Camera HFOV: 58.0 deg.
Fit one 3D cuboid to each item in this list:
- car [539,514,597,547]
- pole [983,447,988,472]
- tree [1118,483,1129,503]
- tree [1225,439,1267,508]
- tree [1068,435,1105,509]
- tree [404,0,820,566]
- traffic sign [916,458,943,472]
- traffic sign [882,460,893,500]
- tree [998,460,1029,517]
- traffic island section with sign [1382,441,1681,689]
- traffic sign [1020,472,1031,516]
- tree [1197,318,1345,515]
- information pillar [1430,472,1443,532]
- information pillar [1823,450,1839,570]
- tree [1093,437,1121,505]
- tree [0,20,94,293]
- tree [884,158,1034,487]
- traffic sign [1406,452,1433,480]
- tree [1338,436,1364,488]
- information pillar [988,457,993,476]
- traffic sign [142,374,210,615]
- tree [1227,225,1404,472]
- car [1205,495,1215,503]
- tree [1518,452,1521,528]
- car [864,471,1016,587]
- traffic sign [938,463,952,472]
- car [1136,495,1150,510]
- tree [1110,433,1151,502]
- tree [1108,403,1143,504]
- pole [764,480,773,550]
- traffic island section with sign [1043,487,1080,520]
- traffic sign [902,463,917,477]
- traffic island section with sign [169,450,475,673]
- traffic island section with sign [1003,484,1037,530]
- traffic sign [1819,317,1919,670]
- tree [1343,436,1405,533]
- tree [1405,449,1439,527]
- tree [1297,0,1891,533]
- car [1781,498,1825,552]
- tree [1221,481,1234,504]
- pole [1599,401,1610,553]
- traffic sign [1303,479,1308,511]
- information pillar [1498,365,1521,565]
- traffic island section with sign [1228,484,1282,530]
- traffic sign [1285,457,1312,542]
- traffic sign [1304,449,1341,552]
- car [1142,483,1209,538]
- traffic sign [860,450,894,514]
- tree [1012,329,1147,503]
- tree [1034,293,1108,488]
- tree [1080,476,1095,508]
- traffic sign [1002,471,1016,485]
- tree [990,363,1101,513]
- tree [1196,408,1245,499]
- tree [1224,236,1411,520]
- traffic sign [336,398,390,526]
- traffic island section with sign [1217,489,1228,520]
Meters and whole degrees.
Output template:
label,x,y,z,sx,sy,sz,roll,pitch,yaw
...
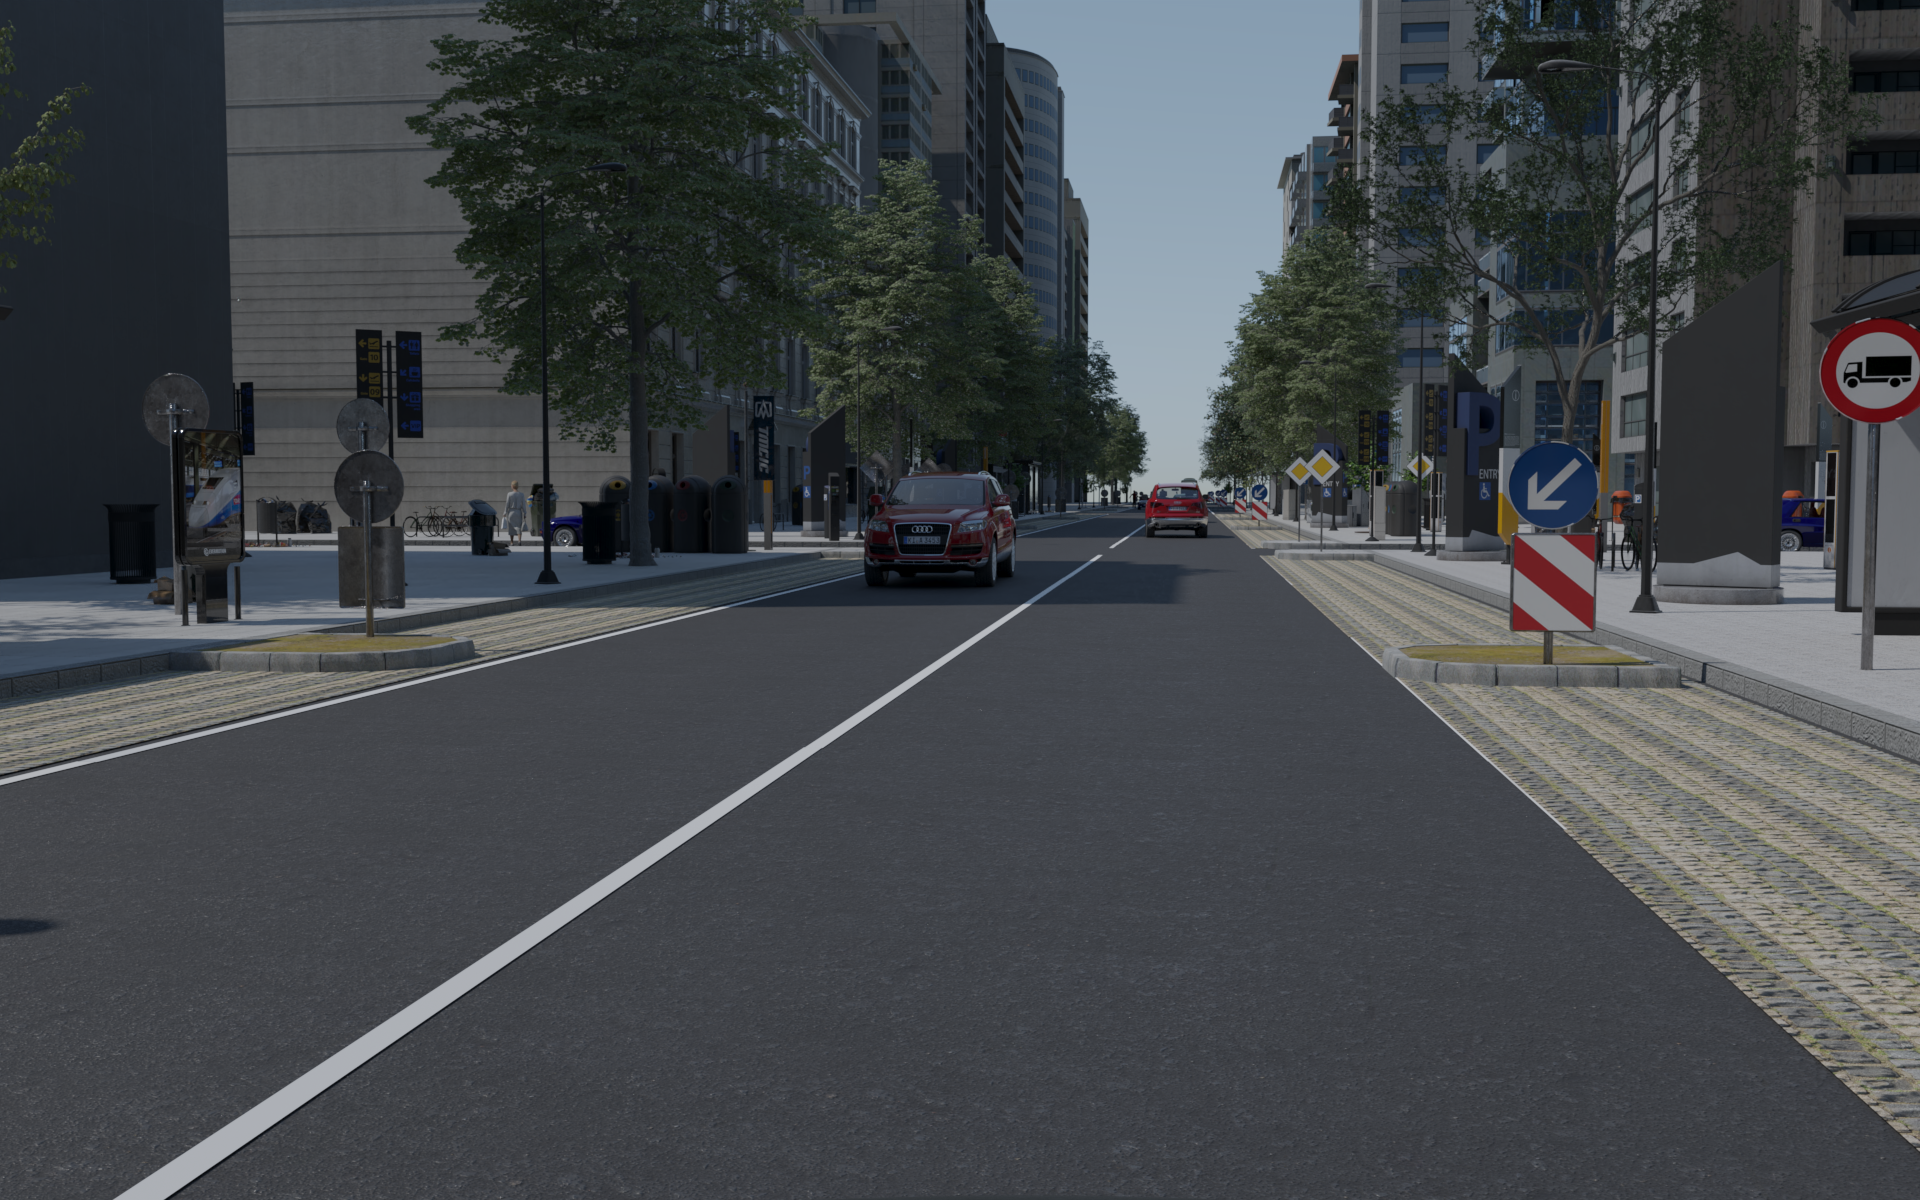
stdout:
label,x,y,z,sx,sy,sz,roll,pitch,yaw
car,-8.893,-1.996,45.212,3.894,1.354,1.945,0,4,7
pole,1.101,-4.945,74.687,0.158,3.312,0.155,0,3,0
tree,24.560,-16.090,257.675,1.663,3.219,1.824,0,3,0
tree,26.879,-12.931,161.777,4.737,8.622,4.395,0,3,0
tree,10.870,-12.406,153.194,4.360,8.622,3.978,0,3,0
tree,-5.620,-6.853,30.167,7.486,12.596,7.792,0,3,0
traffic sign,-0.861,-2.697,47.736,0.795,2.450,0.064,0,4,8
traffic sign,-2.722,-3.885,63.633,0.768,2.556,0.104,1,4,10
tree,3.029,-6.293,97.488,1.663,3.219,1.824,0,3,0
traffic island section with sign,4.426,-0.312,13.733,1.989,1.847,2.006,0,4,8
traffic sign,3.713,-6.078,99.483,0.768,2.556,0.104,1,4,12
tree,19.821,-11.663,107.693,9.611,12.733,9.660,0,3,0
information pillar,16.089,-3.303,58.495,0.304,2.012,0.304,3,4,37
information pillar,14.873,-1.519,29.330,0.304,2.012,0.304,-1,4,-9
tree,16.111,-15.097,197.193,4.737,8.622,4.395,0,3,0
tree,-12.470,-4.232,19.558,4.737,8.622,4.395,0,3,0
tree,-2.135,-8.591,58.586,7.486,12.596,7.792,0,3,0
traffic sign,12.561,-2.815,47.216,0.795,2.450,0.064,1,4,12
tree,20.803,-6.820,95.217,4.285,4.588,4.351,0,3,0
information pillar,1.636,-6.439,96.632,0.504,3.616,0.183,0,4,6
traffic sign,-8.307,-1.115,18.338,0.768,2.556,0.104,0,4,8
tree,15.136,-9.533,73.985,7.486,12.596,7.792,0,3,0
car,38.875,-15.922,270.110,2.009,1.686,4.222,0,4,7
tree,20.948,-4.367,66.000,1.663,3.219,1.824,0,3,0
car,-0.249,-1.216,28.553,2.281,1.827,5.304,0,4,7
traffic sign,-0.711,-4.402,72.077,0.768,2.556,0.104,1,4,13
car,17.195,-8.957,159.025,1.945,1.354,3.894,0,4,7
tree,26.502,-21.354,274.899,9.928,11.665,9.643,0,3,0
tree,19.102,-18.024,212.823,7.486,12.596,7.792,0,3,0
pole,-4.384,-2.796,39.561,0.158,3.312,0.155,0,3,0
traffic island section with sign,5.697,-5.410,97.085,1.989,1.847,2.006,0,4,8
traffic sign,-2.107,-4.369,71.547,0.768,2.556,0.104,1,4,13
traffic island section with sign,-5.289,-0.377,14.786,1.989,1.847,2.006,0,4,8
traffic island section with sign,2.097,-3.763,70.148,1.989,1.847,2.006,0,4,8
traffic sign,6.617,-0.762,12.562,0.768,2.556,0.104,1,4,16
tree,13.353,-3.807,56.846,1.663,3.219,1.824,0,3,0
tree,17.836,-4.446,67.294,1.663,3.219,1.824,0,3,0
tree,9.442,-5.669,27.097,8.767,10.594,7.601,1,4,16
car,20.731,-1.738,41.003,3.894,1.354,1.945,1,4,8
tree,38.976,-15.801,252.942,1.663,3.219,1.824,0,3,0
pole,14.090,-2.693,37.877,0.158,3.312,0.155,0,3,0
traffic sign,18.432,-5.642,92.349,0.768,2.556,0.104,1,4,13
information pillar,9.979,-2.451,31.425,0.504,3.616,0.183,-2,4,-35
traffic island section with sign,11.827,-3.705,69.209,1.989,1.847,2.006,0,4,8
traffic sign,9.093,-2.615,46.392,0.795,2.450,0.064,0,4,8
traffic sign,8.036,-2.131,38.477,0.795,2.450,0.064,0,4,8
car,7.262,-3.038,58.339,2.281,1.827,5.304,0,4,6
traffic sign,-1.917,-2.213,39.821,0.795,2.450,0.064,0,4,8
tree,7.824,-13.955,134.813,9.857,13.997,8.962,0,3,0
tree,1.454,-10.017,81.912,7.486,12.596,7.792,0,3,0
tree,11.379,-9.971,157.627,1.663,3.219,1.824,0,3,0
traffic sign,2.651,-5.740,93.959,0.768,2.556,0.104,1,4,16
tree,5.552,-11.231,118.041,8.767,10.594,7.601,1,4,10
tree,30.393,-16.799,185.027,12.009,13.543,11.850,0,3,0
tree,17.537,-10.983,86.234,9.857,13.997,8.962,0,3,0
traffic sign,-7.937,-1.401,23.015,0.768,2.556,0.104,1,4,11
traffic island section with sign,15.398,-5.339,95.928,1.989,1.847,2.006,0,4,8
